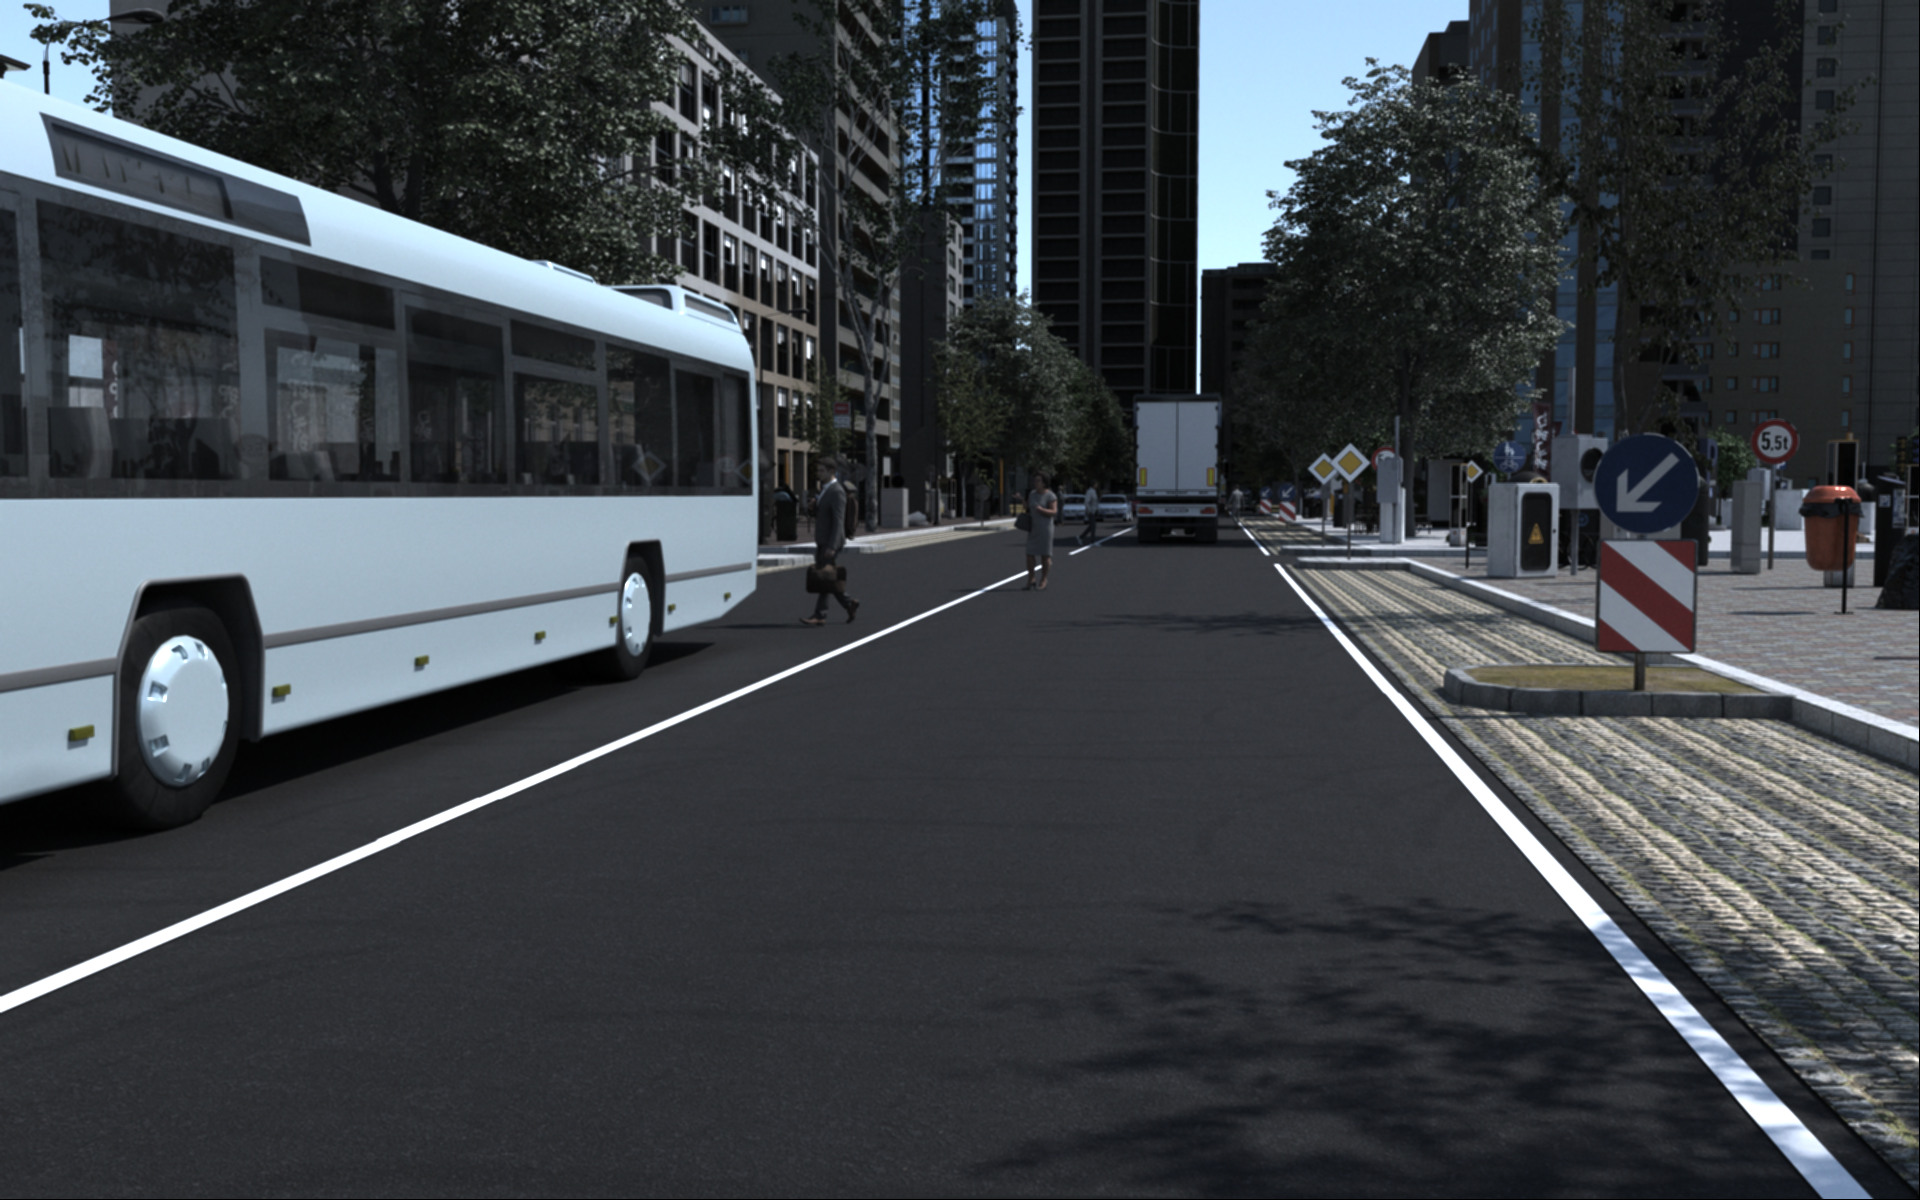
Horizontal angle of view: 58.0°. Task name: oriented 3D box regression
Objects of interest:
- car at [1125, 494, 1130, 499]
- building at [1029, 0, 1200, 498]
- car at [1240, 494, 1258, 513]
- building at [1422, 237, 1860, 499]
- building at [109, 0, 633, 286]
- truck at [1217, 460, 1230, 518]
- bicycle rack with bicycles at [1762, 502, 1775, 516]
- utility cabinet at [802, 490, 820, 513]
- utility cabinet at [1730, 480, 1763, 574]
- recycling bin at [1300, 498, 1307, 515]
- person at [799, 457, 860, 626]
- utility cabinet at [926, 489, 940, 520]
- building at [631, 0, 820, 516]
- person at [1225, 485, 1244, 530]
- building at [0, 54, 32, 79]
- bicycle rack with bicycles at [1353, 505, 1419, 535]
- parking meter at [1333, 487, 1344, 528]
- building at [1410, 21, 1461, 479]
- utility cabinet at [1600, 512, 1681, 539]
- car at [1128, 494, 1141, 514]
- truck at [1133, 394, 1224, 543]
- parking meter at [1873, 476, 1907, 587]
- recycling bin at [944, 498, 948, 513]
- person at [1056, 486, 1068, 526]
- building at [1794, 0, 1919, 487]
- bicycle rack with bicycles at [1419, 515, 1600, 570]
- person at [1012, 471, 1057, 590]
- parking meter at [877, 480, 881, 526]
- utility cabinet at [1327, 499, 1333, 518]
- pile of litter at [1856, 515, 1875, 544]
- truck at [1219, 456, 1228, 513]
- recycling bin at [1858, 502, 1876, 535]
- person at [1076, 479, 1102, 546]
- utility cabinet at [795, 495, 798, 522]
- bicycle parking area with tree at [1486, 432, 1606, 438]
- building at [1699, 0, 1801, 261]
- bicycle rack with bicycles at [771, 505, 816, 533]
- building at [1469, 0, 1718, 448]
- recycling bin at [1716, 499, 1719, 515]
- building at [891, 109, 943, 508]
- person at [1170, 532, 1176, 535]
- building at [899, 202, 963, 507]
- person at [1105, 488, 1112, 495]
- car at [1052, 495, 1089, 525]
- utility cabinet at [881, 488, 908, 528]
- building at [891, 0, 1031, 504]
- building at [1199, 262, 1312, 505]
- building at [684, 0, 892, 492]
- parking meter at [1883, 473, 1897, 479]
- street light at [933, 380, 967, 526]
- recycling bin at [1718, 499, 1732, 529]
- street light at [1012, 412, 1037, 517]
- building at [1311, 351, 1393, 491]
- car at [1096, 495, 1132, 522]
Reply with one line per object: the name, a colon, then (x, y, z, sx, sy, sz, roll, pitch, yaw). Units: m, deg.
car: (12.614, -7.018, 126.549, 2.131, 1.459, 4.920, 1, 4, 9)
building: (20.308, -48.040, 223.713, 20.611, 71.187, 20.563, 1, 4, 8)
car: (21.735, -7.486, 132.179, 2.009, 1.686, 4.222, 1, 4, 8)
building: (54.393, -18.267, 143.704, 27.650, 21.520, 28.899, 1, 4, 8)
building: (-22.253, -17.356, 69.679, 13.634, 28.700, 20.117, 1, 4, 8)
truck: (10.122, -4.931, 76.540, 3.469, 3.379, 9.791, 1, 4, 9)
bicycle rack with bicycles: (35.535, -3.832, 76.041, 2.852, 0.926, 2.925, 0, 4, 6)
utility cabinet: (-8.907, -5.857, 104.441, 1.173, 1.500, 0.318, -1, 4, -9)
utility cabinet: (12.752, -1.185, 28.062, 0.318, 1.500, 1.173, 1, 4, 17)
recycling bin: (20.918, -5.603, 104.163, 0.722, 1.027, 0.722, 2, 4, 30)
person: (-1.390, -0.636, 18.870, 0.822, 1.834, 0.622, -2, 4, -31)
utility cabinet: (-1.544, -4.563, 83.290, 1.173, 1.500, 0.318, 1, 4, 10)
building: (-21.107, -17.897, 97.135, 19.350, 26.468, 34.151, 1, 4, 8)
person: (11.077, -3.732, 69.645, 0.709, 1.813, 0.853, -2, 4, -27)
building: (-58.175, -14.685, 73.382, 30.059, 22.955, 16.112, 1, 4, 8)
bicycle rack with bicycles: (13.640, -2.566, 55.333, 2.852, 0.926, 2.925, 3, 4, 37)
parking meter: (14.516, -3.548, 66.418, 0.372, 1.533, 0.369, 0, 3, 0)
building: (50.647, -31.508, 165.259, 14.600, 45.320, 14.200, 1, 4, 8)
utility cabinet: (9.807, -0.998, 24.990, 1.173, 1.500, 0.318, -1, 4, -18)
car: (11.689, -6.326, 112.469, 2.155, 1.783, 4.494, 0, 4, 7)
truck: (6.865, -3.988, 54.117, 2.839, 4.237, 11.283, 0, 4, 8)
parking meter: (12.881, -0.952, 23.977, 0.372, 1.533, 0.369, 0, 3, 0)
recycling bin: (-0.630, -6.418, 117.482, 0.722, 1.027, 0.722, 1, 4, 21)
person: (4.586, -4.231, 77.855, 0.590, 1.801, 0.661, 0, 4, -8)
building: (90.284, -43.933, 156.563, 20.611, 71.187, 20.563, 1, 4, 8)
bicycle rack with bicycles: (9.935, -0.985, 29.482, 2.852, 0.926, 2.925, -1, 4, -19)
person: (1.077, -1.038, 25.837, 0.716, 1.782, 0.532, 3, 4, 38)
parking meter: (-3.296, -3.939, 70.110, 0.255, 1.863, 0.399, -1, 4, -23)
utility cabinet: (19.893, -5.108, 92.193, 1.173, 1.500, 0.318, -2, 4, -32)
pile of litter: (23.270, -1.923, 45.404, 1.176, 0.858, 1.719, -2, 4, -24)
truck: (19.114, -8.805, 132.867, 2.839, 4.237, 11.283, 0, 4, 7)
recycling bin: (28.412, -2.574, 54.641, 0.722, 1.027, 0.722, 3, 4, 38)
person: (3.544, -2.405, 47.667, 0.795, 1.843, 0.661, 1, 4, 23)
utility cabinet: (-7.777, -4.087, 77.987, 1.020, 1.237, 0.306, 2, 4, 30)
bicycle parking area with tree: (27.044, -5.715, 80.437, 8.231, 4.147, 9.016, 1, 4, 19)
building: (69.706, -44.088, 159.084, 20.611, 71.187, 20.563, 1, 4, 8)
bicycle rack with bicycles: (-6.192, -2.684, 57.262, 2.852, 0.926, 2.925, -1, 4, -22)
building: (43.969, -28.908, 122.758, 14.600, 45.320, 14.200, 1, 4, 8)
recycling bin: (41.833, -5.027, 94.739, 0.722, 1.027, 0.722, 3, 5, 44)
building: (-18.554, -28.366, 155.668, 32.217, 40.220, 23.993, 1, 4, 8)
person: (7.330, -3.218, 61.096, 0.573, 1.828, 0.580, 2, 4, 29)
building: (-7.090, -24.681, 175.230, 14.107, 30.474, 14.160, 1, 4, 8)
person: (9.772, -6.495, 114.471, 0.659, 1.850, 0.755, -1, 4, -12)
car: (5.375, -4.323, 82.687, 2.014, 1.417, 4.499, 0, 4, 7)
utility cabinet: (-2.449, -3.444, 64.988, 1.173, 1.500, 0.318, 3, 5, 43)
building: (-5.459, -55.887, 226.416, 31.000, 86.520, 22.319, 1, 4, 8)
building: (37.351, -27.368, 219.171, 14.107, 30.474, 14.160, 1, 4, 8)
building: (-17.643, -31.079, 131.848, 21.300, 48.544, 21.600, 1, 4, 8)
parking meter: (25.143, -2.517, 46.869, 0.255, 1.863, 0.399, 1, 4, 12)
street light: (-0.420, -5.993, 70.523, 1.470, 5.913, 1.316, 1, 4, 8)
recycling bin: (28.326, -3.107, 63.349, 0.722, 1.027, 0.722, 3, 5, 41)
street light: (3.654, -7.696, 98.370, 1.470, 5.913, 1.316, 1, 4, 8)
building: (59.622, -23.116, 222.987, 28.899, 21.520, 27.650, 1, 4, 8)
car: (7.999, -4.790, 90.324, 2.014, 1.417, 4.499, 1, 4, 9)
